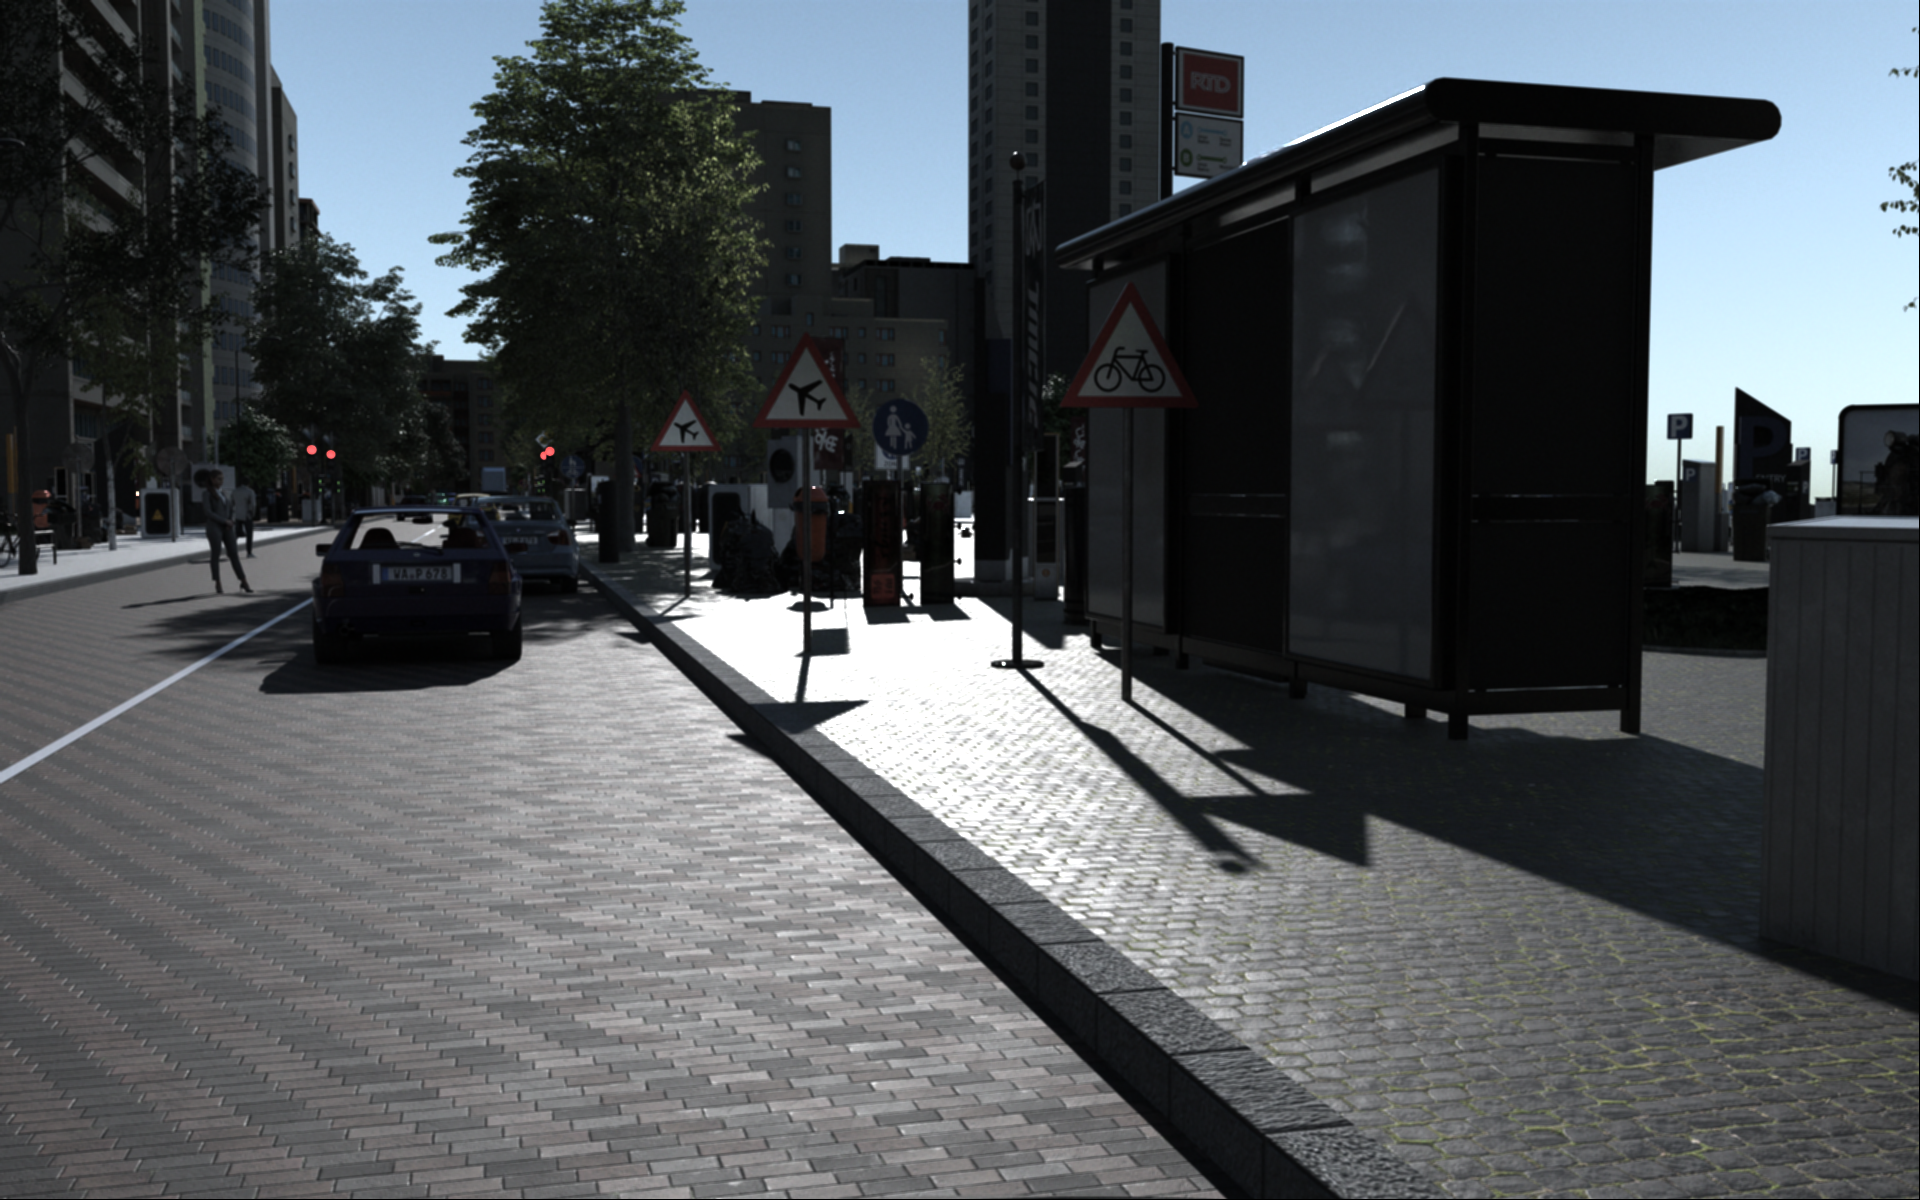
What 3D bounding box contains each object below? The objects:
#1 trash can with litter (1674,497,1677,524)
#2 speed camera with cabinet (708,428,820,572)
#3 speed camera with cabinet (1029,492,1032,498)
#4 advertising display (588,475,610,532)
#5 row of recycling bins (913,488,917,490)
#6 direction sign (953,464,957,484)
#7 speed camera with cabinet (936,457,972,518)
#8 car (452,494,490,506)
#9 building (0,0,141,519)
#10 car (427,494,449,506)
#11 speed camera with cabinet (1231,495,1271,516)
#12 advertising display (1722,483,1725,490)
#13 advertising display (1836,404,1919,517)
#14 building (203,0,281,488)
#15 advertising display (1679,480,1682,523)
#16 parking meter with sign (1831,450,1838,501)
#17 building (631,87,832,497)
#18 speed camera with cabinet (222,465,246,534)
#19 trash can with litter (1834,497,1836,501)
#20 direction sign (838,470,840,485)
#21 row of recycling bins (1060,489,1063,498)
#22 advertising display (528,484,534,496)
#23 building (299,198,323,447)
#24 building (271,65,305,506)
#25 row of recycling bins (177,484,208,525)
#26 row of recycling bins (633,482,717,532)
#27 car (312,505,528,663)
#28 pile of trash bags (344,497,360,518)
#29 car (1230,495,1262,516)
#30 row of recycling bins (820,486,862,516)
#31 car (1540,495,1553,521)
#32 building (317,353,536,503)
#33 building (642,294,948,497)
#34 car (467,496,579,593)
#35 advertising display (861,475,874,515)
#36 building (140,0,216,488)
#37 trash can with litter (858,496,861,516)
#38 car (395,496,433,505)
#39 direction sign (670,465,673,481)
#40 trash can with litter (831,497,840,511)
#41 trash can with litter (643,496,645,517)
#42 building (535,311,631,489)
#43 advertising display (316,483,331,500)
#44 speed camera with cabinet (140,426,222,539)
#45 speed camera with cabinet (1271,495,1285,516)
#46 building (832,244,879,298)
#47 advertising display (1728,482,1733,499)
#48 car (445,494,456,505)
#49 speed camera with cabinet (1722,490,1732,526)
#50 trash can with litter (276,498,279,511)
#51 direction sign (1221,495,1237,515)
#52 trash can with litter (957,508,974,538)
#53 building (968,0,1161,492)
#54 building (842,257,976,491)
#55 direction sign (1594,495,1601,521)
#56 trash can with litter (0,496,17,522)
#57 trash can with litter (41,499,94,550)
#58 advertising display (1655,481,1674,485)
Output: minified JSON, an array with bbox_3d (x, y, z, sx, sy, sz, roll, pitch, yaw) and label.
[{"bbox_3d":[23.964,-2.919,59.107,1.055,1.170,0.624,3,4,37],"label":"trash can with litter"},{"bbox_3d":[-3.199,-2.065,28.095,2.038,3.252,0.660,3,4,38],"label":"speed camera with cabinet"},{"bbox_3d":[4.737,-8.867,139.316,2.038,3.252,0.660,-1,4,-12],"label":"speed camera with cabinet"},{"bbox_3d":[-12.206,-3.267,58.633,0.123,1.923,0.974,2,4,31],"label":"advertising display"},{"bbox_3d":[-3.641,-8.598,147.693,1.069,1.692,3.534,-1,4,-23],"label":"row of recycling bins"},{"bbox_3d":[-0.143,-8.419,129.649,0.876,3.537,0.379,1,4,22],"label":"direction sign"},{"bbox_3d":[-0.396,-6.049,93.235,2.038,3.252,0.660,-2,4,-29],"label":"speed camera with cabinet"},{"bbox_3d":[-16.973,-3.069,60.406,2.015,1.641,3.980,-1,4,-17],"label":"car"},{"bbox_3d":[-56.387,-28.559,90.634,21.300,48.544,21.600,-1,4,-15],"label":"building"},{"bbox_3d":[-42.993,-8.162,142.250,1.959,1.807,4.718,-1,4,-13],"label":"car"},{"bbox_3d":[17.053,-6.532,101.129,2.038,3.252,0.660,0,4,-7],"label":"speed camera with cabinet"},{"bbox_3d":[45.869,-6.078,104.582,0.974,1.923,0.123,-3,4,-38],"label":"advertising display"},{"bbox_3d":[6.805,-0.439,12.390,0.974,1.923,0.123,2,4,30],"label":"advertising display"},{"bbox_3d":[-73.953,-37.436,154.078,21.231,58.520,28.212,-1,4,-15],"label":"building"},{"bbox_3d":[32.312,-4.425,77.556,0.123,1.923,0.974,2,4,27],"label":"advertising display"},{"bbox_3d":[35.533,-4.432,68.726,1.738,3.016,0.543,0,4,7],"label":"parking meter with sign"},{"bbox_3d":[-27.315,-35.541,204.789,21.300,48.544,21.600,-1,4,-15],"label":"building"},{"bbox_3d":[-22.678,-3.641,53.863,0.660,3.252,2.038,-3,5,-41],"label":"speed camera with cabinet"},{"bbox_3d":[42.268,-4.458,83.940,1.678,1.210,2.233,-3,5,-39],"label":"trash can with litter"},{"bbox_3d":[-6.672,-6.364,96.047,0.379,3.537,0.876,1,4,9],"label":"direction sign"},{"bbox_3d":[9.608,-8.818,151.294,3.534,1.692,1.069,3,4,37],"label":"row of recycling bins"},{"bbox_3d":[-28.285,-6.668,114.230,0.123,1.923,0.974,-2,4,-28],"label":"advertising display"},{"bbox_3d":[-105.312,-36.035,243.792,28.867,44.769,22.147,-1,4,-15],"label":"building"},{"bbox_3d":[-84.349,-34.588,189.221,21.600,48.544,21.300,-1,4,-15],"label":"building"},{"bbox_3d":[-32.867,-4.095,74.070,1.069,1.692,3.534,-1,4,-14],"label":"row of recycling bins"},{"bbox_3d":[-9.836,-3.161,58.795,3.534,1.692,1.069,-1,4,-13],"label":"row of recycling bins"},{"bbox_3d":[-5.016,-0.220,16.171,1.945,1.354,3.894,-1,4,-16],"label":"car"},{"bbox_3d":[-34.353,-5.188,94.583,3.447,1.369,1.912,1,4,11],"label":"pile of trash bags"},{"bbox_3d":[13.299,-4.119,79.707,4.827,1.381,2.083,-1,4,-16],"label":"car"},{"bbox_3d":[-5.814,-4.761,84.948,3.534,1.692,1.069,2,4,31],"label":"row of recycling bins"},{"bbox_3d":[29.881,-4.554,86.465,4.499,1.417,2.014,-1,4,-17],"label":"car"},{"bbox_3d":[-77.590,-25.044,254.504,28.899,21.520,27.650,-1,4,-15],"label":"building"},{"bbox_3d":[-18.266,-20.605,181.929,27.650,21.520,28.899,-1,4,-15],"label":"building"},{"bbox_3d":[-6.762,-0.866,26.158,2.014,1.417,4.499,-1,4,-17],"label":"car"},{"bbox_3d":[-3.103,-3.232,58.061,0.123,1.923,0.974,-1,4,-21],"label":"advertising display"},{"bbox_3d":[-61.119,-26.772,121.319,14.154,41.232,14.086,-1,4,-15],"label":"building"},{"bbox_3d":[-4.065,-4.256,80.648,2.233,1.210,1.678,-1,4,-20],"label":"trash can with litter"},{"bbox_3d":[-29.525,-4.966,93.780,1.945,1.354,3.894,-1,4,-14],"label":"car"},{"bbox_3d":[-22.214,-8.751,135.081,0.379,3.537,0.876,3,5,44],"label":"direction sign"},{"bbox_3d":[-4.905,-2.585,53.321,1.678,1.210,2.233,2,4,26],"label":"trash can with litter"},{"bbox_3d":[-17.781,-5.151,95.605,0.624,1.170,1.055,2,4,29],"label":"trash can with litter"},{"bbox_3d":[-54.921,-29.418,252.686,14.107,30.474,14.160,-1,4,-15],"label":"building"},{"bbox_3d":[-37.099,-5.865,101.110,0.974,1.923,0.123,-3,5,-45],"label":"advertising display"},{"bbox_3d":[-22.639,-3.418,50.216,2.038,3.252,0.660,-1,4,-18],"label":"speed camera with cabinet"},{"bbox_3d":[19.220,-6.477,100.236,0.660,3.252,2.038,-3,5,-44],"label":"speed camera with cabinet"},{"bbox_3d":[-15.530,-35.518,272.595,23.993,40.220,32.217,-1,4,-15],"label":"building"},{"bbox_3d":[42.348,-5.453,94.374,0.123,1.923,0.974,-3,5,-40],"label":"advertising display"},{"bbox_3d":[-59.051,-11.706,200.987,1.945,1.707,3.694,-1,4,-13],"label":"car"},{"bbox_3d":[30.058,-4.480,67.583,2.038,3.252,0.660,3,5,44],"label":"speed camera with cabinet"},{"bbox_3d":[-32.368,-4.338,82.316,0.624,1.170,1.055,-3,5,-40],"label":"trash can with litter"},{"bbox_3d":[3.257,-1.795,21.344,0.379,3.537,0.876,-1,4,-14],"label":"direction sign"},{"bbox_3d":[0.463,-2.435,51.207,1.055,1.170,0.624,-1,4,-9],"label":"trash can with litter"},{"bbox_3d":[11.384,-47.477,214.505,20.611,71.187,20.563,-1,4,-15],"label":"building"},{"bbox_3d":[-6.505,-27.141,215.459,14.107,30.474,14.160,-1,4,-15],"label":"building"},{"bbox_3d":[6.947,-1.641,18.829,0.876,3.537,0.379,3,4,37],"label":"direction sign"},{"bbox_3d":[-43.862,-4.180,79.403,2.233,1.210,1.678,1,4,10],"label":"trash can with litter"},{"bbox_3d":[-20.624,-1.753,40.042,0.624,1.170,1.055,1,4,15],"label":"trash can with litter"},{"bbox_3d":[33.686,-4.749,82.864,0.123,1.923,0.974,-2,4,-33],"label":"advertising display"}]
